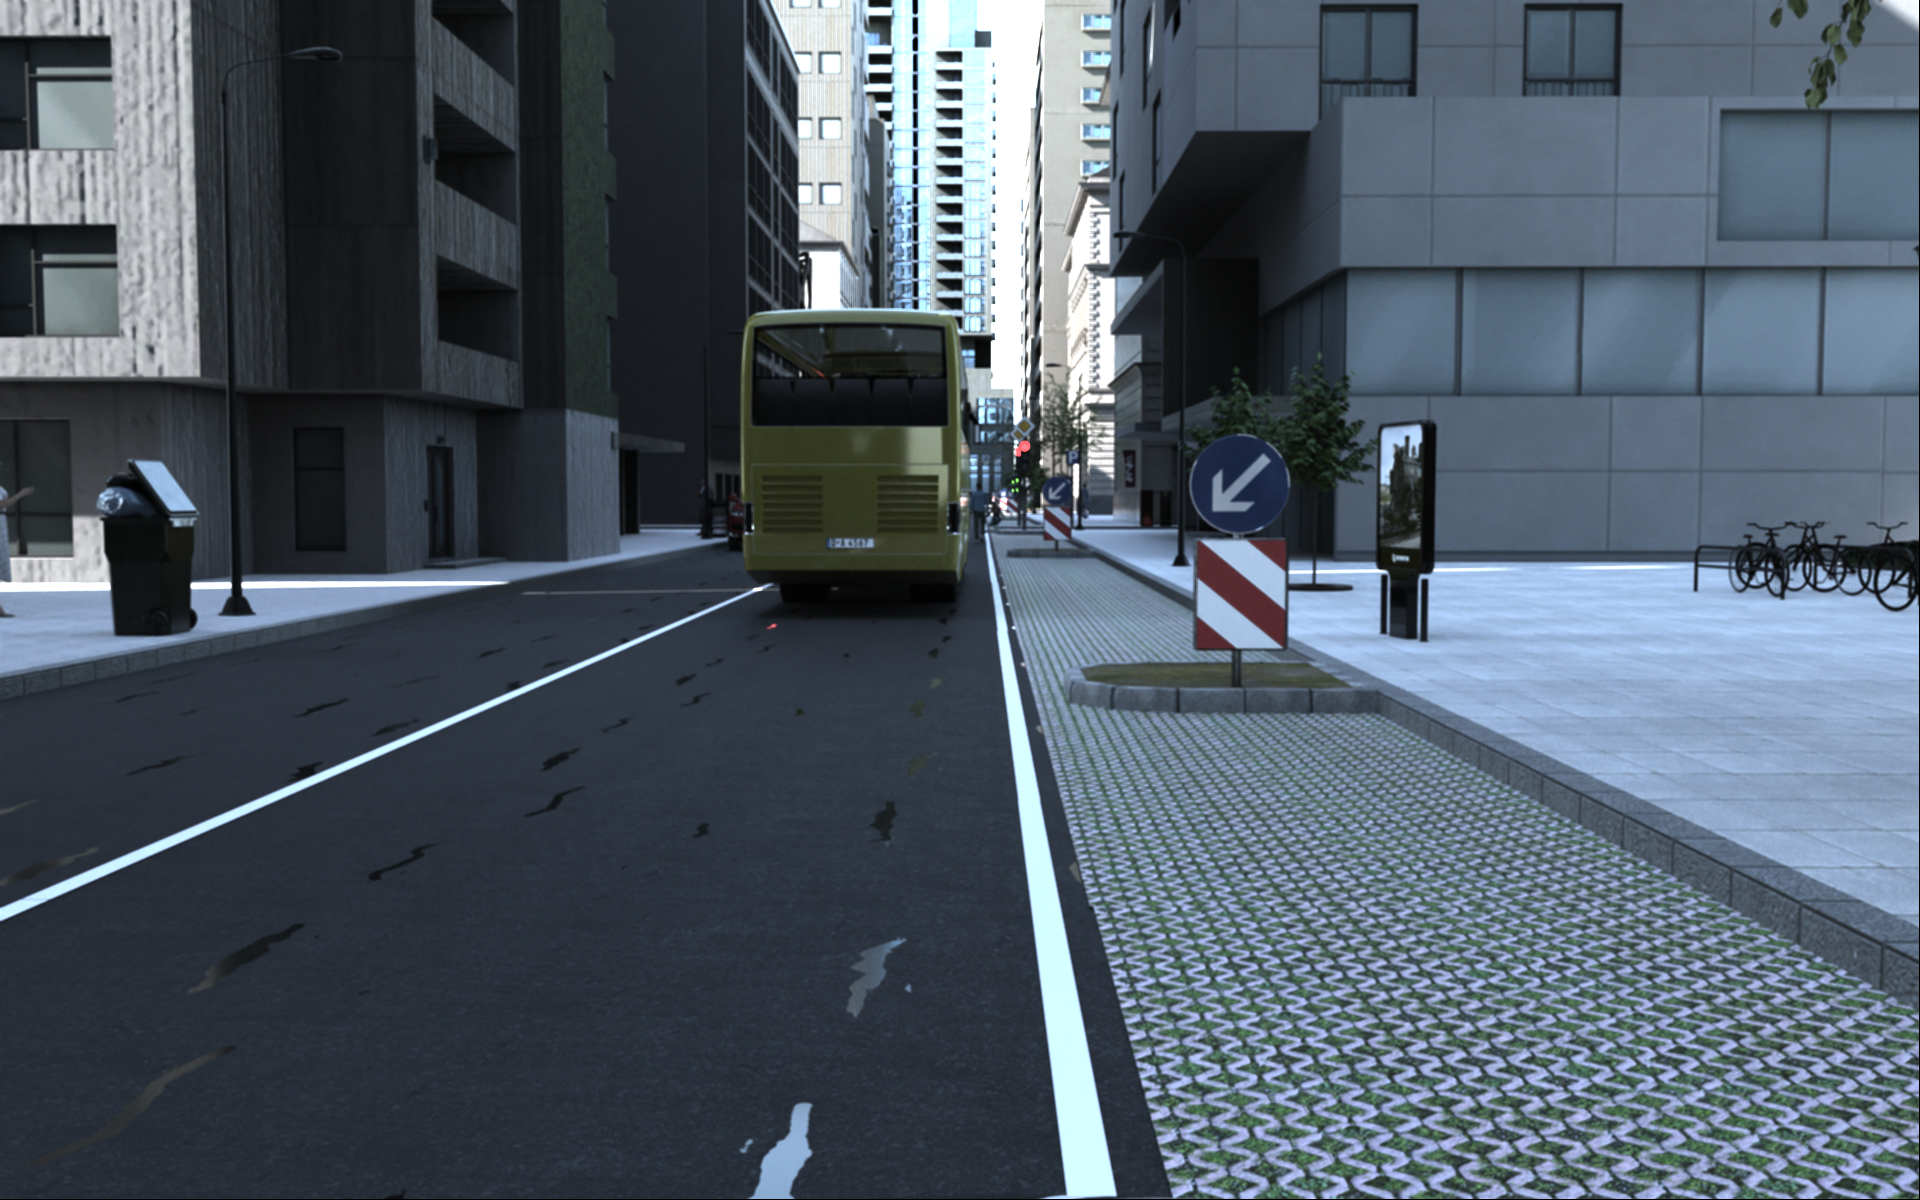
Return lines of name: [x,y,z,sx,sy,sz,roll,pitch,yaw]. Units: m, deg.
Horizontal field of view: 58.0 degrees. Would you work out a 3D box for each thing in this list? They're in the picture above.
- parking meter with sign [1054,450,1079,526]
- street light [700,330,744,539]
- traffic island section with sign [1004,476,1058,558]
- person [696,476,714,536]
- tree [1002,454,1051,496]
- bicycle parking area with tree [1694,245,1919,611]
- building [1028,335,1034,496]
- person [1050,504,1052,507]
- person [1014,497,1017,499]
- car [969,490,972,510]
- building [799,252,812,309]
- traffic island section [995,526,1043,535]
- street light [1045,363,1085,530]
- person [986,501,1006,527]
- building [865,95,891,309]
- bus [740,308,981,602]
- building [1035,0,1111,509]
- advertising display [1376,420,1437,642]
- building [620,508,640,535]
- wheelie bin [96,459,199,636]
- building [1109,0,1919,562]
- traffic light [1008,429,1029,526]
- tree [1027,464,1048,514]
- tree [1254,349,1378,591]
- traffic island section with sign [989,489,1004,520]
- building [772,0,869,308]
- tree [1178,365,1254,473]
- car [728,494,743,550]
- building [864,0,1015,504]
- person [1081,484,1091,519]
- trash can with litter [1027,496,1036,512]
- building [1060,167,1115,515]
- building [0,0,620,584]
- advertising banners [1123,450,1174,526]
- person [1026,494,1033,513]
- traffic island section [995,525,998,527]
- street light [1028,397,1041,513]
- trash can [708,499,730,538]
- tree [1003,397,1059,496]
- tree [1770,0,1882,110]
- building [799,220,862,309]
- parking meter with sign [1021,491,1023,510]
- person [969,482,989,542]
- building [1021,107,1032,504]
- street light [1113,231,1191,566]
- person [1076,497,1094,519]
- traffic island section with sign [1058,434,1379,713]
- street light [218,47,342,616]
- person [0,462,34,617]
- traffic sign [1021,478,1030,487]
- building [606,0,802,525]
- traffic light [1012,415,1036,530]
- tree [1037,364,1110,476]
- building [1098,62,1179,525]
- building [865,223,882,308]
parking meter with sign: [4.250,-4.505,69.912,0.543,3.016,1.738,-1,4,-18]
street light: [-6.681,-4.690,49.220,1.470,5.913,1.316,0,4,1]
traffic island section with sign: [2.071,-1.886,39.466,1.989,1.847,2.006,0,4,1]
person: [-7.757,-2.867,52.875,0.622,1.834,0.822,3,5,42]
tree: [5.363,-9.299,135.745,4.285,4.588,4.351,0,3,0]
bicycle parking area with tree: [13.681,-2.050,20.516,8.231,4.147,9.016,0,4,3]
building: [21.460,-20.671,183.014,27.650,21.520,28.899,0,4,1]
person: [6.859,-7.596,130.260,0.654,1.822,0.581,-2,4,-27]
person: [5.907,-10.745,181.862,1.348,1.807,0.705,3,5,45]
car: [0.343,-8.888,153.985,2.281,1.827,5.304,0,4,2]
building: [-17.489,-14.519,104.834,16.820,18.784,16.811,0,4,1]
traffic island section: [2.317,-2.421,61.862,2.009,0.180,2.903,0,4,1]
street light: [3.736,-5.454,61.719,1.470,5.913,1.316,0,4,1]
person: [1.544,-3.649,73.655,1.012,1.151,0.738,2,4,30]
building: [-19.308,-35.715,207.634,21.600,48.544,21.300,0,4,1]
bus: [-1.156,-2.094,25.787,2.896,3.916,12.252,0,4,1]
building: [17.694,-32.539,155.717,21.300,48.544,21.600,0,4,1]
advertising display: [3.961,-0.624,15.424,0.123,1.923,0.974,-1,4,-10]
building: [-23.895,-23.999,47.014,28.867,44.769,22.147,0,4,1]
wheelie bin: [-7.448,-0.487,15.865,0.693,1.594,0.980,0,4,0]
building: [18.312,-27.854,44.647,28.713,52.752,27.495,0,4,1]
traffic light: [2.370,-4.943,69.733,0.839,4.253,0.868,0,4,1]
tree: [5.050,-7.128,111.151,1.663,3.219,1.824,0,3,0]
tree: [4.908,-1.754,23.274,1.663,3.219,1.824,0,3,0]
traffic island section with sign: [2.701,-5.249,94.444,1.989,1.847,2.006,0,4,1]
building: [-22.378,-34.806,158.324,28.713,52.752,27.495,0,4,1]
tree: [4.081,-1.931,26.177,1.663,3.219,1.824,0,3,0]
car: [-4.909,-2.273,45.839,2.281,1.827,5.304,0,4,-1]
building: [-8.051,-56.701,239.734,31.000,86.520,22.319,0,4,1]
person: [6.425,-5.102,89.484,0.581,1.822,0.654,2,4,25]
trash can with litter: [4.986,-6.792,122.439,0.624,1.170,1.055,1,4,12]
building: [12.775,-17.501,115.014,11.050,23.489,19.941,0,4,1]
building: [-14.462,-15.787,29.822,14.160,30.474,14.107,0,4,1]
advertising banners: [7.455,-4.433,68.667,2.074,3.025,0.090,0,4,-5]
person: [4.696,-6.587,117.992,0.590,1.304,0.306,1,4,11]
traffic island section: [2.409,-2.909,69.847,2.009,0.180,2.903,0,4,1]
street light: [3.936,-6.744,82.798,1.470,5.913,1.316,0,4,1]
trash can: [-7.119,-2.420,51.219,0.748,1.137,0.748,0,3,0]
tree: [5.313,-10.951,129.414,4.360,8.622,3.978,0,3,0]
tree: [4.067,-3.400,5.959,4.737,8.622,4.395,0,3,0]
building: [-12.724,-17.043,127.803,9.793,20.994,18.267,0,4,1]
parking meter with sign: [5.180,-8.991,143.267,0.543,3.016,1.738,0,4,6]
person: [0.561,-2.590,51.197,0.601,1.785,0.444,0,4,1]
building: [18.586,-35.702,207.426,21.300,48.544,21.600,0,4,1]
street light: [3.400,-3.556,30.688,1.470,5.913,1.316,0,4,1]
person: [6.187,-4.668,87.869,0.738,1.151,1.012,-3,5,-42]
traffic island section with sign: [1.747,-0.218,12.196,1.989,1.847,2.006,0,4,1]
street light: [-7.131,-2.792,18.190,1.470,5.913,1.316,0,4,1]
person: [-9.992,-0.701,18.067,0.480,1.755,0.524,3,5,41]
traffic sign: [4.975,-8.066,131.992,0.768,2.556,0.104,0,4,3]
building: [-15.813,-17.708,83.025,14.314,27.812,24.014,0,4,1]
traffic light: [2.277,-4.454,61.749,0.839,4.253,0.868,0,4,1]
tree: [6.187,-9.090,98.984,4.737,8.622,4.395,0,3,0]
building: [21.763,-14.968,78.011,30.059,22.955,16.112,0,4,1]
building: [-15.438,-24.953,179.688,14.160,30.474,14.107,0,4,1]
